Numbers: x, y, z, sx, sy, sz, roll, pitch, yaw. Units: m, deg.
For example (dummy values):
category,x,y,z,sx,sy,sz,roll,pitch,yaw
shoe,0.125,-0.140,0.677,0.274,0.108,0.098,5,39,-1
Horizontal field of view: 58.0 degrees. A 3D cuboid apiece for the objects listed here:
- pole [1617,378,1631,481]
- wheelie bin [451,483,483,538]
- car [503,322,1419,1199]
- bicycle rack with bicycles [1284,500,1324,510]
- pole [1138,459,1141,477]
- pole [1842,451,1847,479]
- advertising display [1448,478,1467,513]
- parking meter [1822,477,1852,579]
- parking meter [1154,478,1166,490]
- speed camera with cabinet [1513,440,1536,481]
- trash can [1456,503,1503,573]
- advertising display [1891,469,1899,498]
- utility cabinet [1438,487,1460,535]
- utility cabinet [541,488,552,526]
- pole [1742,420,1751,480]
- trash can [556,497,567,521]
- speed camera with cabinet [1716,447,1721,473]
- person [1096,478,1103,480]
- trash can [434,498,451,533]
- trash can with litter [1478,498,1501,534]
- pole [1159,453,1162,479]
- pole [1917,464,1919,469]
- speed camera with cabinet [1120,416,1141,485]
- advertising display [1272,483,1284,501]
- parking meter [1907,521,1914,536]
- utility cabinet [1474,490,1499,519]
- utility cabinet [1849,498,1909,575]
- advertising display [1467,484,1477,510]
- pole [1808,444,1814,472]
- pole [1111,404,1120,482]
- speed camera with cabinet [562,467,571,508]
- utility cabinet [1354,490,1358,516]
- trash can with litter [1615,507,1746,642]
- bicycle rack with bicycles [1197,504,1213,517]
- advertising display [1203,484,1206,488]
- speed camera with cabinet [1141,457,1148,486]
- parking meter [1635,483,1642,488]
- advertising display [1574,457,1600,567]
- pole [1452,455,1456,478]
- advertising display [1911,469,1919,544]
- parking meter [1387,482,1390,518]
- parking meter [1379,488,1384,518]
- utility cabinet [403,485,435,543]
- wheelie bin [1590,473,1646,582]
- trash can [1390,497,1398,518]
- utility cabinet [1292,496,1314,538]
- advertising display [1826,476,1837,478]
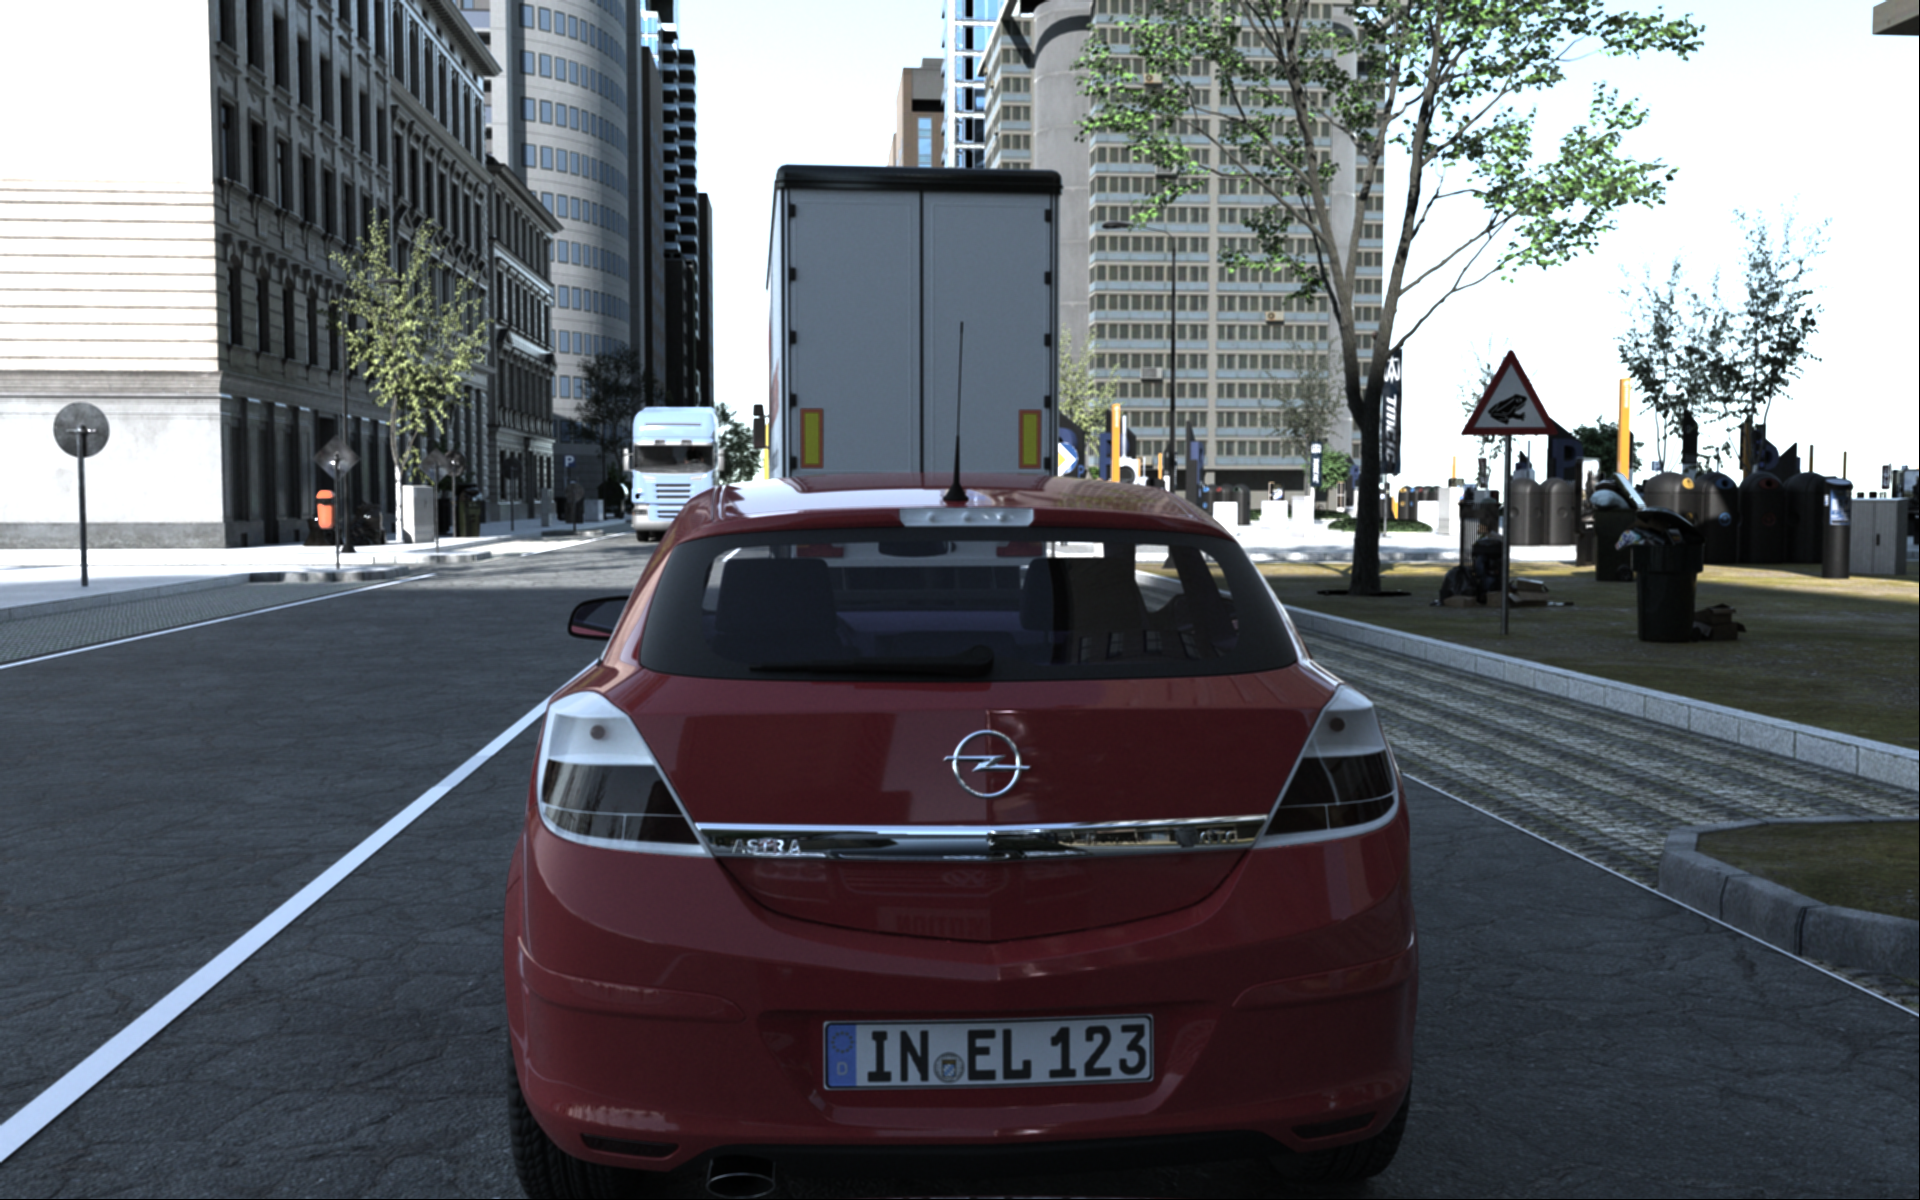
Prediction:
category,x,y,z,sx,sy,sz,roll,pitch,yaw
pole,11.693,-2.245,30.553,0.158,3.312,0.155,0,3,0
wheelie bin,-14.572,-2.656,51.335,0.693,1.594,0.980,3,5,41
car,-0.117,0.245,5.041,2.155,1.783,4.494,0,4,-4
bicycle rack with bicycles,20.366,-5.610,105.111,2.852,0.926,2.925,-1,4,-18
pole,10.346,-6.510,100.285,0.158,3.312,0.155,0,3,0
pole,41.853,-5.391,81.991,0.158,3.312,0.155,0,3,0
advertising display,19.949,-3.942,69.663,0.974,1.923,0.123,-3,5,-40
parking meter,13.339,-1.097,26.342,0.372,1.533,0.369,0,3,0
parking meter,7.326,-3.532,63.458,0.399,1.863,0.255,-2,4,-26
speed camera with cabinet,21.155,-4.249,63.806,2.038,3.252,0.660,-3,5,-40
trash can,8.467,-1.014,28.234,0.748,1.137,0.748,0,3,0
advertising display,24.648,-2.462,45.466,0.123,1.923,0.974,3,5,43
utility cabinet,15.408,-2.807,54.577,0.318,1.500,1.173,0,4,-3
utility cabinet,-16.331,-3.658,68.480,0.318,1.500,1.173,0,4,-7
pole,21.548,-3.280,47.467,0.158,3.312,0.155,0,3,0
trash can,-19.178,-4.412,83.787,0.748,1.137,0.748,0,3,0
speed camera with cabinet,31.830,-4.840,73.475,0.660,3.252,2.038,1,4,16
person,2.818,-1.567,34.663,0.362,1.759,0.519,0,4,-4
trash can,-17.028,-2.755,56.695,0.748,1.137,0.748,0,3,0
trash can with litter,16.846,-2.681,55.225,0.624,1.170,1.055,2,4,25
pole,10.019,-5.678,86.681,0.158,3.312,0.155,0,3,0
pole,64.031,-7.459,115.799,0.158,3.312,0.155,0,3,0
speed camera with cabinet,3.441,-3.012,43.580,2.038,3.252,0.660,0,4,4
advertising display,19.035,-6.020,103.643,0.123,1.923,0.974,-2,4,-28
parking meter,29.020,-2.889,52.939,0.399,1.863,0.255,0,3,0
utility cabinet,27.106,-4.925,89.207,1.173,1.500,0.318,2,4,33
utility cabinet,14.729,-1.028,27.973,0.306,1.237,1.020,-2,4,-29
advertising display,31.163,-6.168,106.061,0.974,1.923,0.123,1,4,11
pole,34.846,-4.717,70.967,0.158,3.312,0.155,0,3,0
pole,3.531,-2.783,39.346,0.158,3.312,0.155,0,3,0
speed camera with cabinet,-20.981,-6.046,93.194,0.660,3.252,2.038,-1,4,-19
utility cabinet,23.385,-5.600,100.244,1.173,1.500,0.318,-1,4,-19
trash can with litter,6.352,-0.235,15.225,1.055,1.170,0.624,-2,4,-25
bicycle rack with bicycles,7.617,-2.898,60.768,2.852,0.926,2.925,-1,4,-17
advertising display,15.198,-6.303,108.273,0.123,1.923,0.974,0,4,-7
speed camera with cabinet,9.370,-6.027,92.878,0.660,3.252,2.038,-1,4,-23
parking meter,37.027,-5.427,94.440,0.399,1.863,0.255,2,4,26
advertising display,11.148,-1.565,30.799,0.123,1.923,0.974,3,4,38
pole,26.100,-5.977,91.562,0.158,3.312,0.155,0,3,0
advertising display,24.479,-2.374,44.025,0.974,1.923,0.123,2,4,33
parking meter,21.204,-4.914,86.049,0.255,1.863,0.399,2,4,25
parking meter,16.346,-3.595,67.183,0.372,1.533,0.369,0,3,0
utility cabinet,-14.070,-2.226,45.071,0.318,1.500,1.173,1,4,9
wheelie bin,9.698,-1.080,25.574,0.693,1.594,0.980,2,4,32
trash can,22.254,-4.732,89.025,0.748,1.137,0.748,0,3,0
utility cabinet,10.048,-2.422,50.756,0.306,1.237,1.020,-1,4,-11
advertising display,30.888,-3.444,61.522,0.123,1.923,0.974,0,4,7
